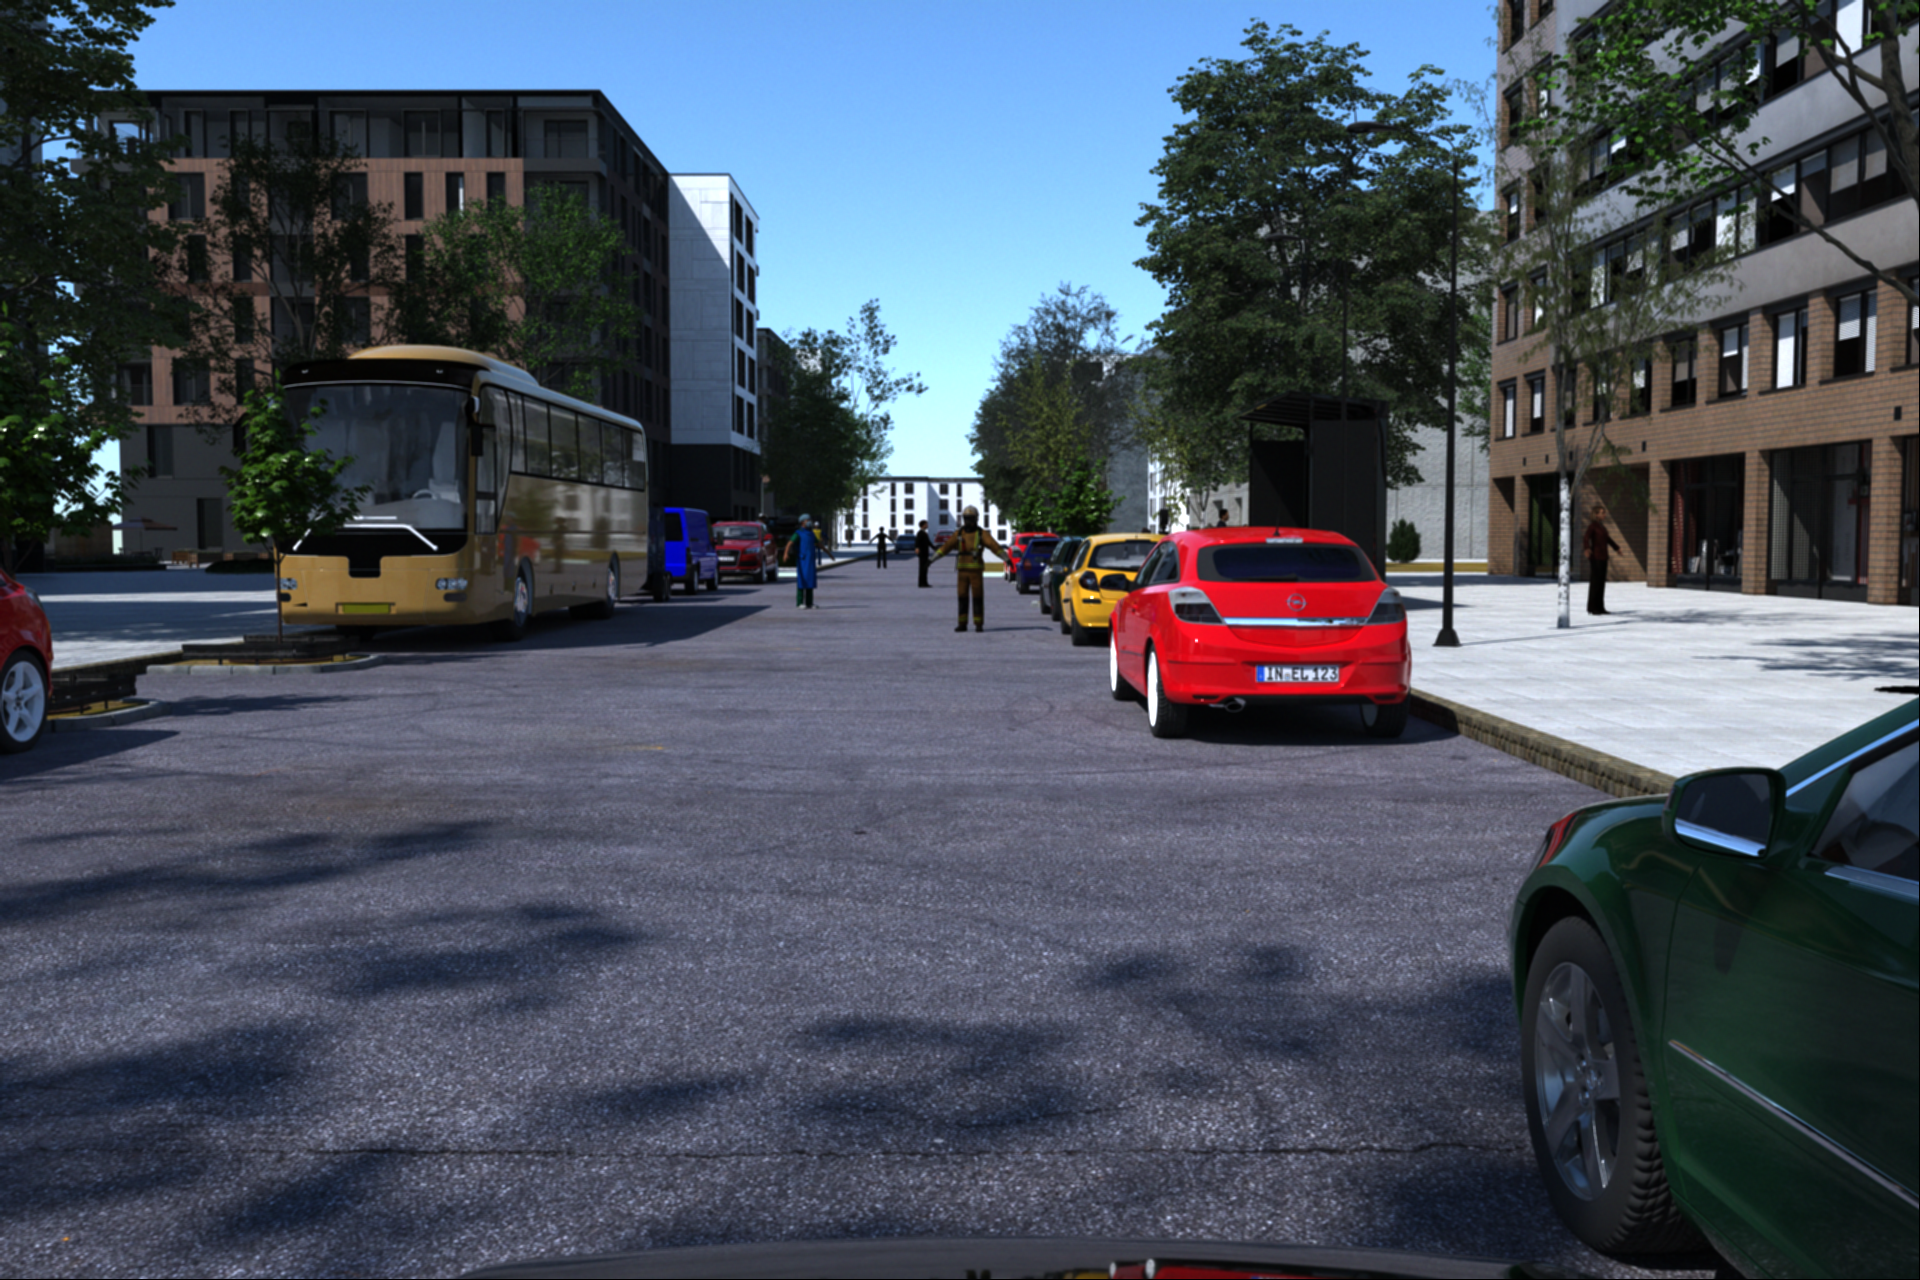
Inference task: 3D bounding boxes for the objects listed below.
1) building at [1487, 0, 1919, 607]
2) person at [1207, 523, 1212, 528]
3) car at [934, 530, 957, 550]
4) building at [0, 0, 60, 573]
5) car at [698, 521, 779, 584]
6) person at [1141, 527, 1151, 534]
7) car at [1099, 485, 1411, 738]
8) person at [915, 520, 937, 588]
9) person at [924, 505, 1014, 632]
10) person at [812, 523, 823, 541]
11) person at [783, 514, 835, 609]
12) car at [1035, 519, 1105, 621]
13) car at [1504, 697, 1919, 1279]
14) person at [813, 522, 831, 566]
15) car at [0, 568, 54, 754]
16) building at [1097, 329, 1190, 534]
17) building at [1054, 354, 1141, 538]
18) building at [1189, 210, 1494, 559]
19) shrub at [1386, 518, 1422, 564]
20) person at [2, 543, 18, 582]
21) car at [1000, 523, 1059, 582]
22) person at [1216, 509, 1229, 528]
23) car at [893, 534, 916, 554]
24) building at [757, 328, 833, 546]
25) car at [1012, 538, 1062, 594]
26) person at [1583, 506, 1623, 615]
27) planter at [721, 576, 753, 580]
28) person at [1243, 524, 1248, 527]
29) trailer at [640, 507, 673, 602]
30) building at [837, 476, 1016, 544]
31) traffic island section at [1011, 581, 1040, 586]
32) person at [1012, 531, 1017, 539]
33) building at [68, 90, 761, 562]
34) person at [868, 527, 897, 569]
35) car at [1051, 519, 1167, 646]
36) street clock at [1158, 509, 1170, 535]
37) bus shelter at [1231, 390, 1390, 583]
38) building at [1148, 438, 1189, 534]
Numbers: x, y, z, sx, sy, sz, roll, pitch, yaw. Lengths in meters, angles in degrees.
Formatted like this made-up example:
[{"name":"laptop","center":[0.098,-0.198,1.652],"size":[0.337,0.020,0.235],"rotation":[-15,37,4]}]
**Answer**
[{"name":"building","center":[26.272,-13.679,30.229],"size":[21.656,26.213,47.522],"rotation":[0,4,0]},{"name":"person","center":[12.128,-4.766,84.050],"size":[0.705,1.813,1.348],"rotation":[0,4,0]},{"name":"car","center":[-1.244,-9.055,156.723],"size":[2.281,1.827,5.304],"rotation":[0,4,0]},{"name":"building","center":[-33.007,-15.884,39.287],"size":[16.754,29.471,25.880],"rotation":[0,4,-1]},{"name":"car","center":[-6.554,-2.585,50.932],"size":[2.281,1.827,5.304],"rotation":[0,4,0]},{"name":"person","center":[4.035,-1.868,39.770],"size":[0.799,1.438,0.628],"rotation":[-3,5,-43]},{"name":"car","center":[2.218,-0.283,13.675],"size":[2.155,1.783,4.494],"rotation":[0,4,-1]},{"name":"person","center":[-0.951,-2.314,46.472],"size":[0.705,1.806,1.347],"rotation":[1,4,22]},{"name":"person","center":[0.149,-1.050,25.393],"size":[1.354,1.858,0.705],"rotation":[1,4,15]},{"name":"person","center":[-7.445,-4.956,87.177],"size":[1.345,1.843,0.704],"rotation":[3,4,37]},{"name":"person","center":[-2.942,-1.508,33.248],"size":[0.704,1.817,1.347],"rotation":[3,5,40]},{"name":"car","center":[2.326,-1.228,29.857],"size":[2.009,1.686,4.222],"rotation":[0,4,-1]},{"name":"car","center":[2.165,0.594,2.093],"size":[2.131,1.459,4.920],"rotation":[0,4,-1]},{"name":"person","center":[-5.813,-3.890,70.072],"size":[1.216,1.772,0.721],"rotation":[-1,4,-18]},{"name":"car","center":[-7.005,-0.051,9.876],"size":[2.155,1.783,4.494],"rotation":[0,4,0]},{"name":"building","center":[24.066,-21.395,180.738],"size":[19.493,23.208,18.063],"rotation":[0,4,0]},{"name":"building","center":[24.130,-22.558,212.800],"size":[27.936,21.610,32.646],"rotation":[0,4,0]},{"name":"building","center":[24.164,-14.491,103.388],"size":[16.747,18.905,31.486],"rotation":[0,3,0]},{"name":"shrub","center":[19.280,-4.336,75.310],"size":[1.690,2.028,1.600],"rotation":[0,3,0]},{"name":"person","center":[-20.453,-1.854,37.137],"size":[0.721,1.735,1.217],"rotation":[-2,4,-28]},{"name":"car","center":[2.294,-2.675,52.774],"size":[2.155,1.783,4.494],"rotation":[0,4,-1]},{"name":"person","center":[5.683,-1.907,37.228],"size":[0.704,1.823,1.345],"rotation":[0,4,4]},{"name":"car","center":[-3.905,-7.105,128.169],"size":[2.014,1.417,4.499],"rotation":[0,4,0]},{"name":"building","center":[-29.131,-21.057,188.255],"size":[27.936,21.610,32.646],"rotation":[0,4,1]},{"name":"car","center":[2.262,-1.830,42.505],"size":[1.945,1.354,3.894],"rotation":[0,4,0]},{"name":"person","center":[10.205,-1.266,27.499],"size":[1.215,1.729,0.721],"rotation":[-3,5,-45]},{"name":"planter","center":[-7.294,-2.071,55.005],"size":[1.991,0.319,1.994],"rotation":[0,4,1]},{"name":"person","center":[13.382,-4.536,80.881],"size":[1.216,1.740,0.721],"rotation":[-1,4,-19]},{"name":"trailer","center":[-6.930,-1.770,35.989],"size":[1.471,1.999,3.904],"rotation":[0,3,0]},{"name":"building","center":[-5.120,-18.836,252.578],"size":[28.070,9.664,9.099],"rotation":[0,4,-6]},{"name":"traffic island section","center":[2.424,-1.579,48.678],"size":[1.991,0.108,1.994],"rotation":[0,4,0]},{"name":"person","center":[2.938,-5.329,96.399],"size":[0.599,1.433,0.991],"rotation":[0,4,7]},{"name":"building","center":[-26.993,-15.436,96.353],"size":[27.936,21.610,32.646],"rotation":[0,4,0]},{"name":"person","center":[-3.244,-3.845,72.048],"size":[1.216,1.740,0.721],"rotation":[0,4,3]},{"name":"car","center":[2.279,-0.818,23.590],"size":[2.015,1.641,3.980],"rotation":[0,4,0]},{"name":"street clock","center":[5.897,-2.789,50.163],"size":[0.358,2.002,0.471],"rotation":[0,4,0]},{"name":"bus shelter","center":[6.238,-2.456,31.440],"size":[1.731,3.624,6.357],"rotation":[0,3,0]},{"name":"building","center":[20.894,-11.917,136.989],"size":[9.099,9.664,28.070],"rotation":[0,4,0]}]
